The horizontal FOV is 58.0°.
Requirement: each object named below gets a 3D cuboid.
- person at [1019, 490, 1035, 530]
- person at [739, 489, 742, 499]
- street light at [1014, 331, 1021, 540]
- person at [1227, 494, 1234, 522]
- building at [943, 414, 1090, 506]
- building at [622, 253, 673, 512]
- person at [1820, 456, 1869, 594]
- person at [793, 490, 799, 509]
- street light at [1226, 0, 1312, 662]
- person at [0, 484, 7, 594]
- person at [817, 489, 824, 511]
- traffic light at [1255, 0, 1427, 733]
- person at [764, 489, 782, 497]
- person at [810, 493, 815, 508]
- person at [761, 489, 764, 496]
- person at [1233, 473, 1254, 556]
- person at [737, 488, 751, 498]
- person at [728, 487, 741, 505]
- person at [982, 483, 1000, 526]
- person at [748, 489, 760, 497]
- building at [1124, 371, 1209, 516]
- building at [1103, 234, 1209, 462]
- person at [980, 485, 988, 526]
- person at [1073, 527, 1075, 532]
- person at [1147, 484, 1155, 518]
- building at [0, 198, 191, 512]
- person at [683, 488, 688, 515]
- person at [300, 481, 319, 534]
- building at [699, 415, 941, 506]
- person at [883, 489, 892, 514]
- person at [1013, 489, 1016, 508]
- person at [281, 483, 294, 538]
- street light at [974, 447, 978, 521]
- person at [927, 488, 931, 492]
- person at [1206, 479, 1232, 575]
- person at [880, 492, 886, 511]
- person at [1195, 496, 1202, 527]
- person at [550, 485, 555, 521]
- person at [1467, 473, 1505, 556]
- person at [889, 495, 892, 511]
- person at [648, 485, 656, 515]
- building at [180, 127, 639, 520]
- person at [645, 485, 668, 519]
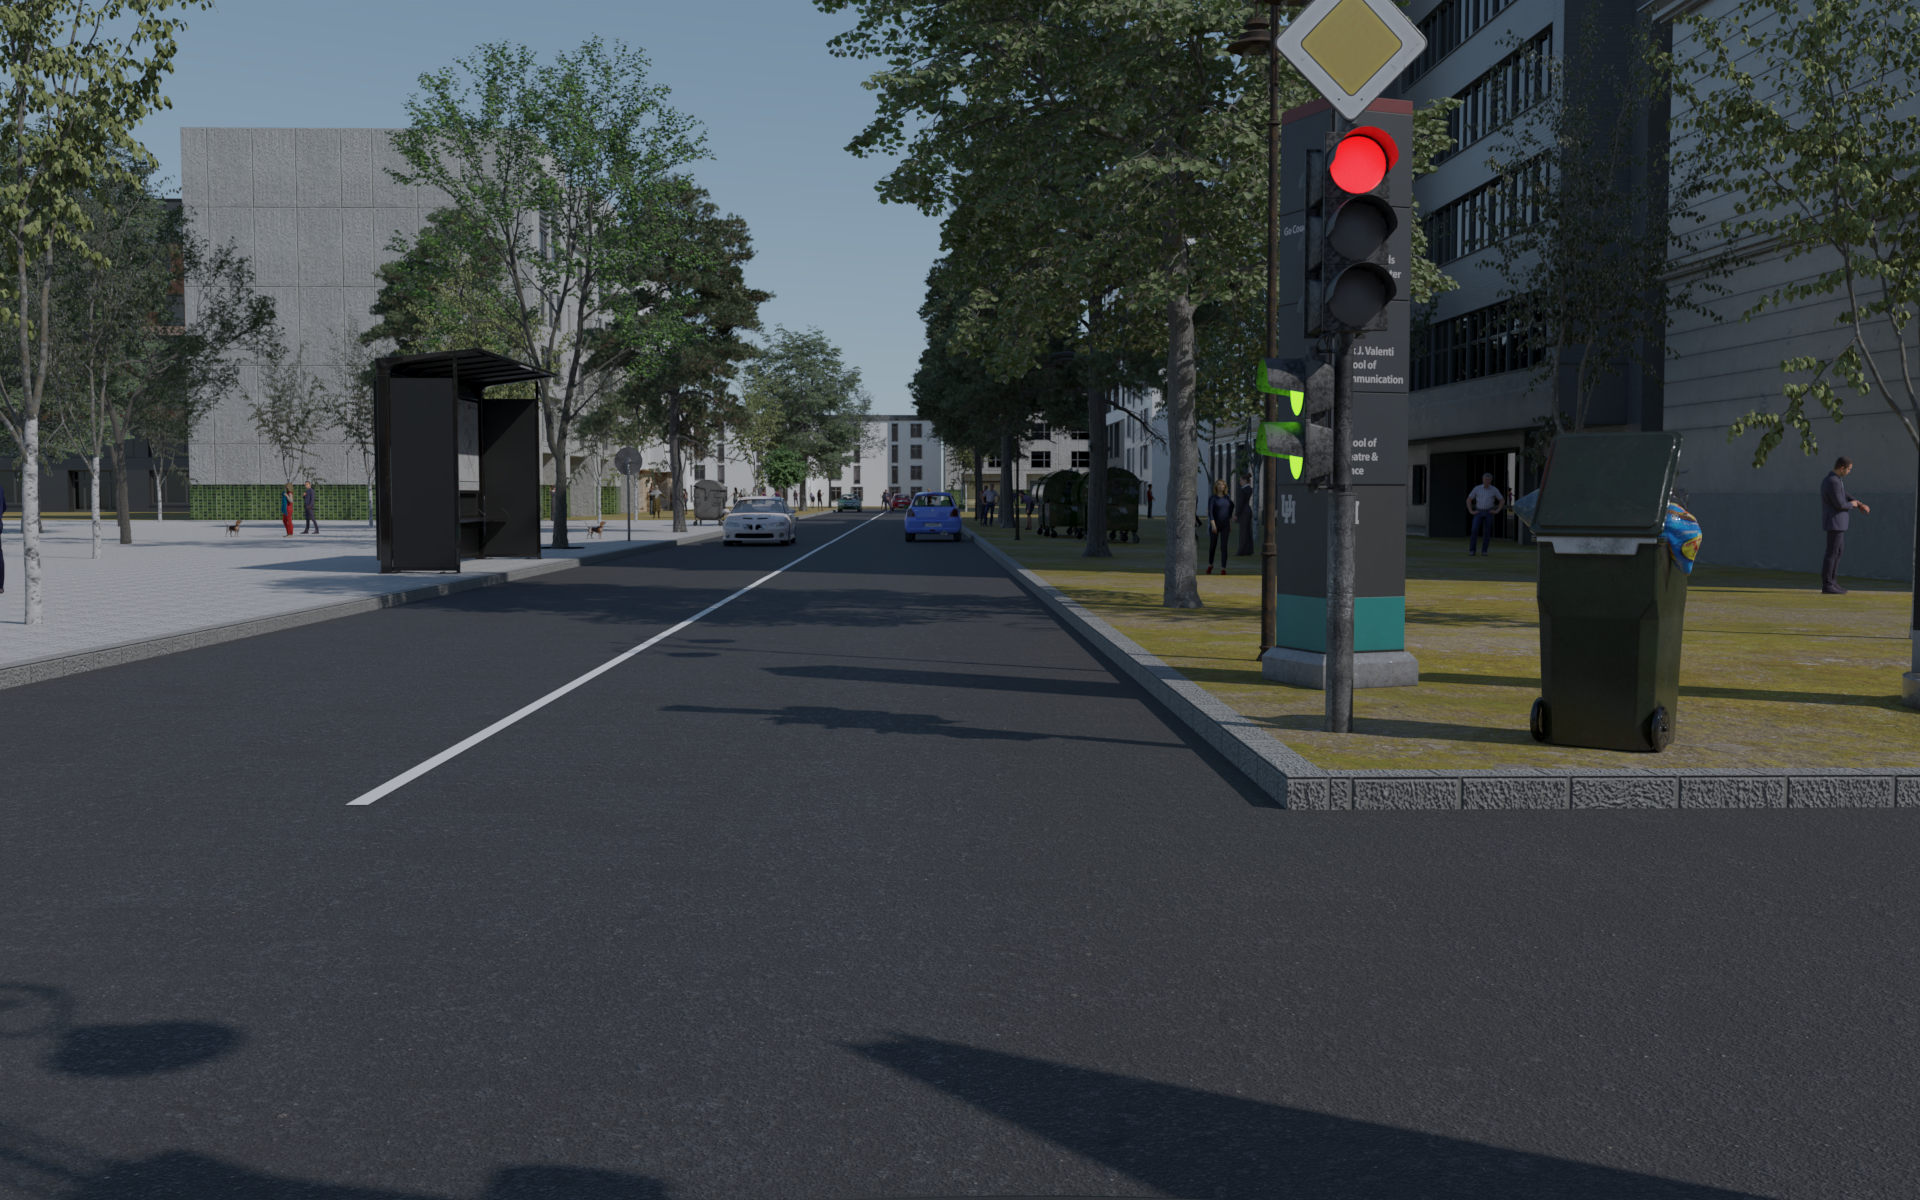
[{"bbox_3d":[2.370,-3.208,61.735,0.697,1.427,0.421,-3,5,-41],"label":"person"},{"bbox_3d":[-20.419,-9.452,161.496,0.530,1.710,0.541,-1,4,-14],"label":"person"},{"bbox_3d":[1.598,-4.602,48.037,0.468,5.910,1.993,0,4,-1],"label":"street light"},{"bbox_3d":[9.137,-3.070,59.432,0.628,1.438,0.799,-3,5,-40],"label":"person"},{"bbox_3d":[14.023,-19.689,188.366,31.486,18.905,16.747,0,4,-1],"label":"building"},{"bbox_3d":[-30.083,-16.908,132.862,16.016,20.091,11.380,0,4,-1],"label":"building"},{"bbox_3d":[11.329,-0.960,22.187,0.568,1.767,0.683,1,4,19],"label":"person"},{"bbox_3d":[-14.434,-8.876,152.638,0.593,1.643,0.415,-3,5,-40],"label":"person"},{"bbox_3d":[2.364,-2.467,13.120,0.468,5.910,1.993,0,4,-1],"label":"street light"},{"bbox_3d":[-12.545,-0.952,22.311,0.504,1.737,0.576,-2,4,-31],"label":"person"},{"bbox_3d":[-10.602,-7.603,131.815,0.593,1.643,0.415,0,4,2],"label":"person"},{"bbox_3d":[2.029,-1.223,9.249,0.839,4.213,0.868,0,4,-1],"label":"traffic light"},{"bbox_3d":[-13.007,-7.089,122.638,1.217,1.739,0.721,2,4,35],"label":"person"},{"bbox_3d":[-13.532,-9.130,158.543,0.421,1.427,0.697,-2,4,-28],"label":"person"},{"bbox_3d":[-17.204,-8.915,152.488,0.721,1.739,1.217,2,4,28],"label":"person"},{"bbox_3d":[5.912,-1.791,36.128,0.445,1.727,0.742,0,4,5],"label":"person"},{"bbox_3d":[-15.381,-7.122,123.221,1.217,1.736,0.721,-3,4,-38],"label":"person"},{"bbox_3d":[-14.811,-6.546,113.793,0.721,1.735,1.217,2,4,35],"label":"person"},{"bbox_3d":[1.232,-3.804,69.177,0.756,1.711,0.436,0,4,3],"label":"person"},{"bbox_3d":[-16.984,-8.321,142.878,1.217,1.735,0.721,-1,4,-19],"label":"person"},{"bbox_3d":[15.869,-9.863,103.404,9.099,9.664,28.070,0,4,-1],"label":"building"},{"bbox_3d":[24.694,-17.740,134.030,27.936,21.610,32.646,0,4,-1],"label":"building"},{"bbox_3d":[1.011,-3.832,70.160,0.415,1.643,0.593,0,4,7],"label":"person"},{"bbox_3d":[3.611,-3.010,57.627,0.546,1.535,0.453,1,4,23],"label":"person"},{"bbox_3d":[10.061,-5.223,91.409,0.705,1.831,1.348,0,4,-6],"label":"person"},{"bbox_3d":[-67.456,-17.711,133.556,32.646,21.610,27.936,0,4,-1],"label":"building"},{"bbox_3d":[-17.149,-6.141,107.910,0.415,1.643,0.593,-2,4,-35],"label":"person"},{"bbox_3d":[-20.896,-2.974,55.594,0.530,1.710,0.541,-2,4,-34],"label":"person"},{"bbox_3d":[-15.883,-14.796,184.063,28.070,9.664,9.099,0,4,-1],"label":"building"},{"bbox_3d":[-5.119,-6.977,123.022,0.683,1.767,0.568,0,4,-6],"label":"person"},{"bbox_3d":[4.931,-9.371,160.177,0.541,1.710,0.530,2,4,25],"label":"person"},{"bbox_3d":[-19.844,-2.649,51.062,0.444,1.614,0.593,0,4,-6],"label":"person"},{"bbox_3d":[0.771,-6.751,83.164,0.468,5.910,1.993,0,4,-1],"label":"street light"},{"bbox_3d":[-1.711,-5.548,99.734,0.721,1.766,1.217,-3,5,-42],"label":"person"},{"bbox_3d":[4.093,-1.162,27.577,0.480,1.512,0.613,-2,4,-31],"label":"person"},{"bbox_3d":[-6.441,-8.286,145.451,0.593,1.643,0.415,-1,4,-21],"label":"person"},{"bbox_3d":[9.075,-3.588,67.404,0.600,1.496,0.574,2,4,30],"label":"person"},{"bbox_3d":[-19.075,-4.566,81.507,0.445,1.727,0.742,0,4,-5],"label":"person"},{"bbox_3d":[10.886,-1.771,35.939,0.756,1.711,0.436,2,4,25],"label":"person"},{"bbox_3d":[-6.020,-8.499,150.718,0.557,1.426,1.065,1,4,17],"label":"person"},{"bbox_3d":[-18.832,-6.117,106.072,0.705,1.822,1.348,1,4,19],"label":"person"},{"bbox_3d":[-29.504,-14.268,99.747,16.747,18.905,31.486,0,4,-1],"label":"building"},{"bbox_3d":[-15.886,-5.131,90.668,1.217,1.736,0.721,-1,4,-15],"label":"person"}]
